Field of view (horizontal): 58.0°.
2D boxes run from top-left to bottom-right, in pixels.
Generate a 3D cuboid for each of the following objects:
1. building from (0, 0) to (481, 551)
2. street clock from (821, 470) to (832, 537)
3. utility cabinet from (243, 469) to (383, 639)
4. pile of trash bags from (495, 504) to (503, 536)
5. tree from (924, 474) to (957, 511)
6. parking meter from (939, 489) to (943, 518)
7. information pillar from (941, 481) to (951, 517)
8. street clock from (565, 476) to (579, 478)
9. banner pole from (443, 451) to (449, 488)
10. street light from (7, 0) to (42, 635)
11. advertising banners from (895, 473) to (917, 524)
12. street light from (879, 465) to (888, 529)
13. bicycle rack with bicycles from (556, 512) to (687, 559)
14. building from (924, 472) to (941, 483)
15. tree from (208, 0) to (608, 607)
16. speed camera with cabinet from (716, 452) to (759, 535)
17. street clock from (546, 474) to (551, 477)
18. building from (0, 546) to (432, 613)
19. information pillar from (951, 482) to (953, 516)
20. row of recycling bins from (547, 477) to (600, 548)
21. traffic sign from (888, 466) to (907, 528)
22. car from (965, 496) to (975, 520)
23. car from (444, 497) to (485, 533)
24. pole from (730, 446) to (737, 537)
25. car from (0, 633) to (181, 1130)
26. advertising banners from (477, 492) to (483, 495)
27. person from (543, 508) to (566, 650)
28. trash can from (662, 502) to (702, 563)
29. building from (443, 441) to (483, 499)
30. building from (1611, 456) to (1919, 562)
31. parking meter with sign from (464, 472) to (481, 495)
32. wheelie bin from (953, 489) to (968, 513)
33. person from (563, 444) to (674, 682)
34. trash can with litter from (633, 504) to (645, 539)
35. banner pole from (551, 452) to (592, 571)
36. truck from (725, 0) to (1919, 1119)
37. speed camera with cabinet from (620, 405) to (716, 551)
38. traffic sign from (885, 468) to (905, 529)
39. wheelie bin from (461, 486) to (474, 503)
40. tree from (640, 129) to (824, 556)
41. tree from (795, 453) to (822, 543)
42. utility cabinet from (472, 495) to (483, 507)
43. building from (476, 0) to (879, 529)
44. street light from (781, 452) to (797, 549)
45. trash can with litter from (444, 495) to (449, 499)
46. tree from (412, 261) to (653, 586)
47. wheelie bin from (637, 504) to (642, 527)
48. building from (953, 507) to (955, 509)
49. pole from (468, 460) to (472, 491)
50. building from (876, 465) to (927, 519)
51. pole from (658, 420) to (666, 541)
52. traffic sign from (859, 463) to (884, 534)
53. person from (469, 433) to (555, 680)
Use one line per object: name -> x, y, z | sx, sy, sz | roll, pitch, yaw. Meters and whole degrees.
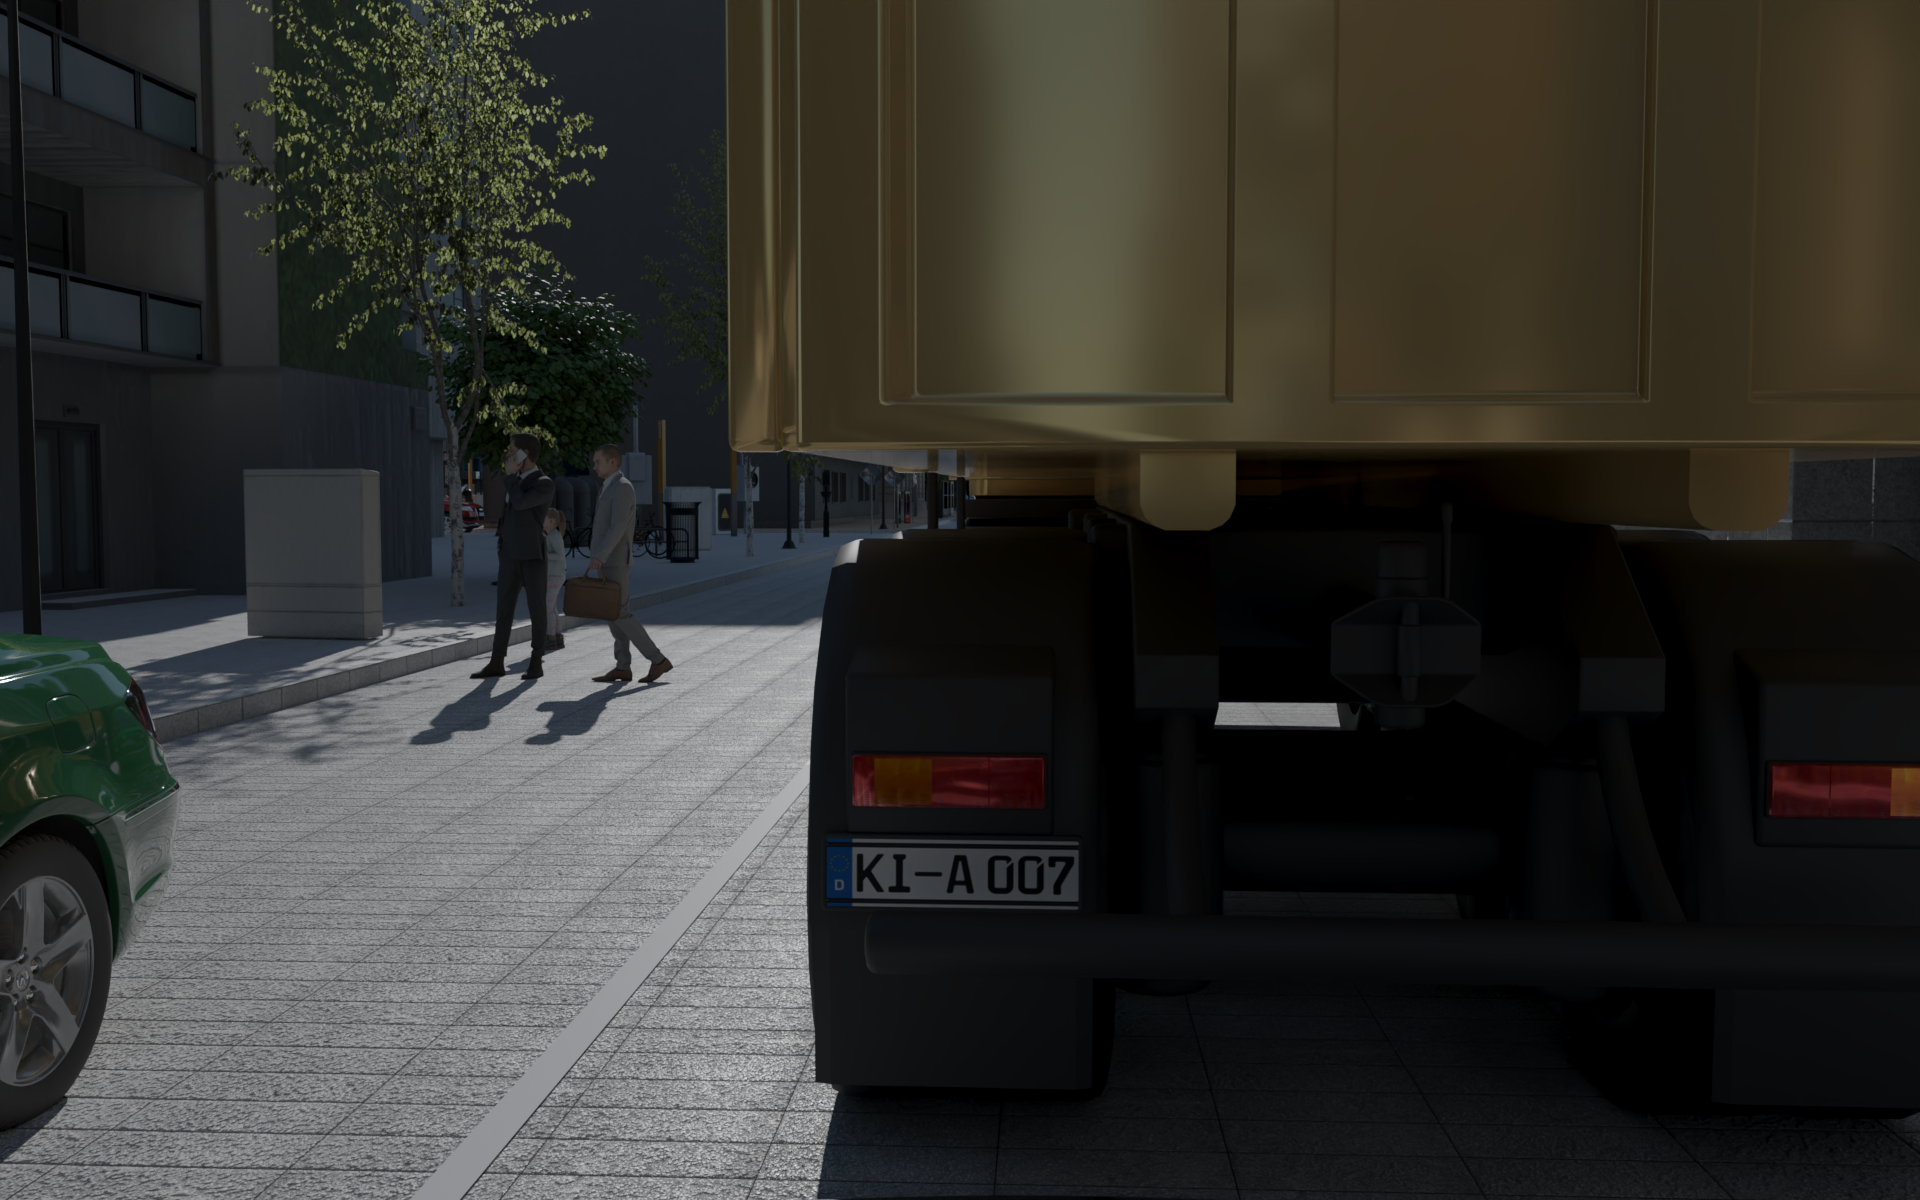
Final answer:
building -> -21.524, -22.264, 47.606 | 14.086, 41.232, 14.154 | 0, 4, 3
street clock -> -3.977, -2.868, 51.461 | 0.358, 2.002, 0.471 | 0, 4, -4
utility cabinet -> -5.736, -0.410, 15.382 | 1.173, 1.500, 0.318 | 1, 4, 14
pile of trash bags -> -12.658, -2.678, 53.542 | 1.912, 1.369, 3.447 | 2, 4, 26
tree -> -0.076, -13.169, 132.317 | 9.611, 12.733, 9.660 | 0, 3, 0
parking meter -> -1.094, -5.078, 91.440 | 0.372, 1.533, 0.369 | 0, 3, 0
information pillar -> -0.861, -5.647, 96.812 | 0.304, 2.012, 0.304 | -2, 4, -25
street clock -> -12.543, -3.148, 56.034 | 0.358, 2.002, 0.471 | 1, 4, 18
banner pole -> -26.352, -6.071, 89.279 | 0.401, 3.779, 0.863 | 2, 4, 26
street light -> -5.066, -2.308, 10.282 | 1.470, 5.913, 1.316 | 0, 4, 3
advertising banners -> -2.326, -4.853, 75.541 | 0.090, 3.025, 2.074 | 2, 4, 29
street light -> -2.247, -5.523, 62.842 | 1.470, 5.913, 1.316 | 0, 4, 3
bicycle rack with bicycles -> -6.790, -1.297, 34.581 | 2.925, 0.926, 2.852 | -2, 4, -29
building -> -9.665, -15.241, 116.635 | 16.820, 18.784, 16.811 | 0, 4, 3
tree -> -5.814, -4.218, 19.323 | 4.360, 8.622, 3.978 | 0, 3, 0
speed camera with cabinet -> -7.227, -3.689, 54.650 | 0.660, 3.252, 2.038 | 3, 4, 36
street clock -> -14.871, -3.563, 62.826 | 0.358, 2.002, 0.471 | 2, 4, 33
building -> -15.609, -20.534, 19.331 | 14.154, 41.232, 14.086 | 0, 4, 3
information pillar -> -0.586, -5.977, 102.221 | 0.304, 2.012, 0.304 | 2, 4, 27
row of recycling bins -> -9.589, -2.118, 41.746 | 1.069, 1.692, 3.534 | 1, 4, 11
traffic sign -> -2.363, -3.995, 65.431 | 0.768, 2.556, 0.104 | 1, 4, 12
car -> 1.204, -5.303, 99.070 | 2.083, 1.381, 4.827 | 0, 4, 2
car -> -18.991, -3.102, 59.398 | 5.304, 1.827, 2.281 | 0, 4, 2
pole -> -6.825, -3.570, 52.221 | 0.158, 3.312, 0.155 | 0, 3, 0
car -> -3.083, 0.559, 2.656 | 2.131, 1.459, 4.920 | 0, 4, 3
advertising banners -> -37.084, -8.485, 134.918 | 2.074, 3.025, 0.090 | 3, 5, 44
person -> -3.790, -0.197, 15.995 | 0.394, 1.301, 0.425 | -3, 5, -42
trash can -> -5.190, -1.267, 32.361 | 0.748, 1.137, 0.748 | 0, 3, 0
building -> -53.128, -35.558, 205.075 | 21.600, 48.544, 21.300 | 0, 4, 3
building -> 11.725, -12.337, 19.727 | 12.078, 24.808, 19.932 | 0, 4, 3
parking meter with sign -> -37.796, -8.387, 133.383 | 0.543, 3.016, 1.738 | 3, 5, 42
wheelie bin -> 0.044, -6.575, 115.406 | 0.980, 1.594, 0.693 | 0, 4, -1
person -> -2.639, -0.280, 13.202 | 0.853, 1.813, 0.709 | -2, 4, -24
trash can with litter -> -8.981, -2.221, 47.698 | 0.624, 1.170, 1.055 | -3, 5, -43
banner pole -> -6.561, -2.376, 28.857 | 0.863, 3.779, 0.401 | 0, 4, 5
truck -> 1.167, -0.719, 7.674 | 3.469, 3.379, 9.791 | 0, 4, 4
speed camera with cabinet -> -6.672, -2.739, 39.124 | 2.038, 3.252, 0.660 | -1, 4, -23
traffic sign -> -2.389, -3.632, 63.032 | 0.795, 2.450, 0.064 | 0, 4, 3
wheelie bin -> -20.530, -3.905, 71.762 | 0.693, 1.594, 0.980 | -2, 4, -29
tree -> -4.333, -5.188, 35.180 | 4.737, 8.622, 4.395 | 0, 3, 0
tree -> -3.917, -5.805, 45.282 | 4.360, 8.622, 3.978 | 0, 3, 0
utility cabinet -> -33.020, -6.605, 119.145 | 1.020, 1.237, 0.306 | 0, 4, 4
building -> -10.220, -17.250, 75.547 | 14.314, 27.812, 24.014 | 0, 4, 3
street light -> -3.474, -4.154, 40.452 | 1.470, 5.913, 1.316 | 0, 4, 3
trash can with litter -> -26.170, -4.664, 87.318 | 2.233, 1.210, 1.678 | 2, 4, 28
tree -> -6.010, -2.496, 24.531 | 4.285, 4.588, 4.351 | 0, 3, 0
wheelie bin -> -9.891, -2.689, 51.880 | 0.693, 1.594, 0.980 | 1, 4, 12
building -> -9.993, -30.471, 152.817 | 22.147, 44.769, 28.867 | 0, 4, 3
pole -> -29.008, -6.653, 102.621 | 0.158, 3.312, 0.155 | 0, 3, 0
building -> -7.231, -14.230, 97.295 | 10.561, 19.102, 19.286 | 0, 4, 3
pole -> -8.196, -3.291, 47.650 | 0.158, 3.312, 0.155 | 0, 3, 0
traffic sign -> -2.810, -3.145, 55.058 | 0.795, 2.450, 0.064 | 0, 4, 3
person -> -3.442, -0.341, 13.443 | 0.648, 1.900, 0.474 | 2, 4, 34
